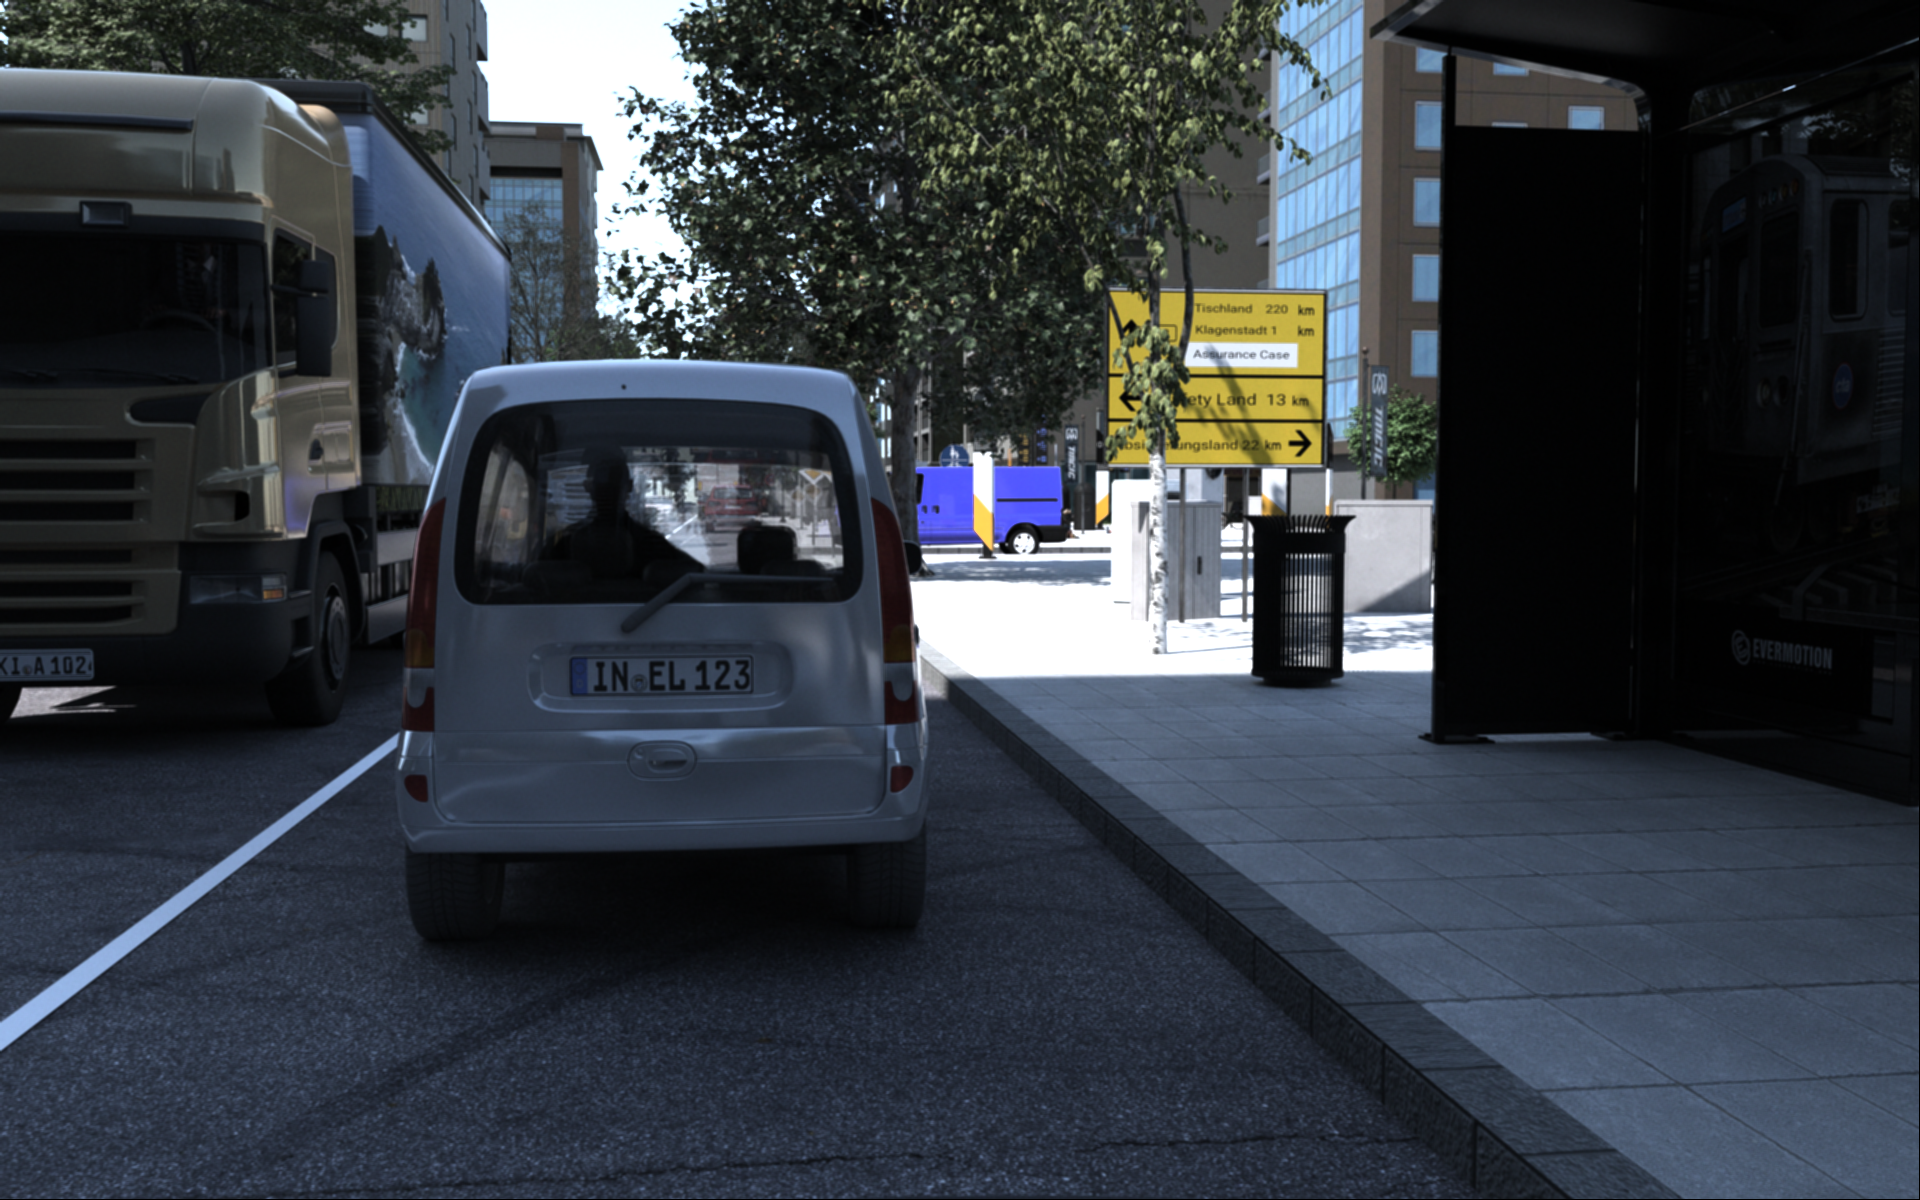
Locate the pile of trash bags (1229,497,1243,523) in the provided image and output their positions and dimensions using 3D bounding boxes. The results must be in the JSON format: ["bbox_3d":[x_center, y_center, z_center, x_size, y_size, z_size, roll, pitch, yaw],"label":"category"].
[{"bbox_3d":[11.291,-4.150,77.606,3.447,1.369,1.912,1,4,22],"label":"pile of trash bags"}]

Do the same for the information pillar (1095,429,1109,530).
[{"bbox_3d":[5.117,-4.337,62.270,0.504,3.616,0.183,2,4,25],"label":"information pillar"}]

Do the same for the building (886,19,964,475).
[{"bbox_3d":[4.895,-43.067,142.405,20.563,71.187,20.611,0,4,-8],"label":"building"}]

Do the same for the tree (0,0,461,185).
[{"bbox_3d":[-10.933,-6.514,24.628,7.486,12.596,7.792,0,3,0],"label":"tree"}]

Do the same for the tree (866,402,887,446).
[{"bbox_3d":[-3.754,-4.129,51.222,4.285,4.588,4.351,0,3,0],"label":"tree"}]

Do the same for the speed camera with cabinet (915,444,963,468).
[{"bbox_3d":[-0.828,-3.154,45.912,0.660,3.252,2.038,-3,5,-40],"label":"speed camera with cabinet"}]

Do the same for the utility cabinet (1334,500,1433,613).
[{"bbox_3d":[4.600,-0.471,18.868,1.020,1.237,0.306,0,4,7],"label":"utility cabinet"}]

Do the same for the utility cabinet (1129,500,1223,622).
[{"bbox_3d":[2.213,-0.398,17.675,1.020,1.237,0.306,-2,4,-35],"label":"utility cabinet"}]

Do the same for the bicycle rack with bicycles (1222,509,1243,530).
[{"bbox_3d":[8.921,-3.007,62.545,2.925,0.926,2.852,1,4,18],"label":"bicycle rack with bicycles"}]

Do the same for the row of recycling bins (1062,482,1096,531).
[{"bbox_3d":[3.171,-3.333,61.601,3.534,1.692,1.069,2,4,26],"label":"row of recycling bins"}]

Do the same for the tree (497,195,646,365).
[{"bbox_3d":[-17.439,-9.899,72.226,12.009,13.543,11.850,0,3,0],"label":"tree"}]

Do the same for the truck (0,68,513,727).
[{"bbox_3d":[-5.509,-1.530,13.934,2.839,4.237,11.283,0,4,-8],"label":"truck"}]

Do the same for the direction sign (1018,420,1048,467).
[{"bbox_3d":[1.974,-3.368,47.056,0.876,3.537,0.379,2,4,28],"label":"direction sign"}]

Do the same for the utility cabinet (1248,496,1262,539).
[{"bbox_3d":[8.637,-2.328,49.232,0.306,1.237,1.020,-2,4,-34],"label":"utility cabinet"}]

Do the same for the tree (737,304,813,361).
[{"bbox_3d":[-11.546,-12.388,109.198,9.857,13.997,8.962,0,3,0],"label":"tree"}]

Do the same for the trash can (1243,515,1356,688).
[{"bbox_3d":[2.274,0.000,11.649,0.748,1.137,0.748,0,3,0],"label":"trash can"}]

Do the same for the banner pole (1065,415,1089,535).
[{"bbox_3d":[3.690,-3.970,54.934,0.863,3.779,0.401,-1,4,-16],"label":"banner pole"}]

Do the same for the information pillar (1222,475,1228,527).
[{"bbox_3d":[10.348,-3.895,68.182,0.304,2.012,0.304,2,4,27],"label":"information pillar"}]

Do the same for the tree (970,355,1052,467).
[{"bbox_3d":[2.400,-7.047,65.578,4.360,8.622,3.978,0,3,0],"label":"tree"}]

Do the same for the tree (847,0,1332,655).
[{"bbox_3d":[1.352,-3.866,13.564,4.737,8.622,4.395,0,3,0],"label":"tree"}]

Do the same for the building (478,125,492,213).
[{"bbox_3d":[-54.774,-28.078,150.952,32.217,40.220,23.993,0,4,-8],"label":"building"}]

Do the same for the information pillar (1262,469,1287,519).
[{"bbox_3d":[6.114,-2.583,33.580,0.504,3.616,0.183,1,4,15],"label":"information pillar"}]

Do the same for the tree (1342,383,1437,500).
[{"bbox_3d":[12.962,-4.134,51.310,4.285,4.588,4.351,0,3,0],"label":"tree"}]

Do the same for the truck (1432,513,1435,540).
[{"bbox_3d":[18.967,-3.178,41.718,18.799,4.110,2.967,0,4,-8],"label":"truck"}]

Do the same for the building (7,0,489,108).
[{"bbox_3d":[-49.207,-32.790,125.359,28.713,52.752,27.495,0,4,-8],"label":"building"}]

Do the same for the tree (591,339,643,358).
[{"bbox_3d":[-25.550,-13.850,133.101,9.857,13.997,8.962,0,3,0],"label":"tree"}]

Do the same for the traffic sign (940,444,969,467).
[{"bbox_3d":[-0.141,-2.713,44.464,0.768,2.556,0.104,0,3,0],"label":"traffic sign"}]

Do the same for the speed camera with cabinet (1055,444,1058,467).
[{"bbox_3d":[3.445,-4.595,69.470,0.660,3.252,2.038,-1,4,-17],"label":"speed camera with cabinet"}]

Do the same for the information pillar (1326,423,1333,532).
[{"bbox_3d":[12.161,-4.015,57.007,0.183,3.616,0.504,2,4,26],"label":"information pillar"}]

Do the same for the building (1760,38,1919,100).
[{"bbox_3d":[42.126,-25.496,66.964,14.200,45.320,14.600,0,4,-8],"label":"building"}]

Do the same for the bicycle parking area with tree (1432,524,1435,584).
[{"bbox_3d":[10.132,-2.221,23.322,8.231,4.147,9.016,0,4,7],"label":"bicycle parking area with tree"}]

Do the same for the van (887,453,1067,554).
[{"bbox_3d":[-0.302,-2.111,38.891,5.245,2.365,2.240,0,4,-6],"label":"van"}]

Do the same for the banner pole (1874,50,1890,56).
[{"bbox_3d":[4.786,-1.161,8.997,0.401,3.779,0.863,3,4,39],"label":"banner pole"}]

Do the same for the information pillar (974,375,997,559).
[{"bbox_3d":[0.483,-2.620,34.187,0.504,3.616,0.183,3,5,41],"label":"information pillar"}]

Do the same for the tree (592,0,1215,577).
[{"bbox_3d":[-0.859,-6.716,26.817,9.611,12.733,9.660,0,3,0],"label":"tree"}]

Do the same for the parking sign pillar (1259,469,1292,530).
[{"bbox_3d":[11.341,-4.514,62.271,1.447,3.967,1.447,-3,5,-42],"label":"parking sign pillar"}]

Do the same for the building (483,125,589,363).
[{"bbox_3d":[-53.386,-34.498,214.157,14.600,45.320,14.200,0,4,-8],"label":"building"}]

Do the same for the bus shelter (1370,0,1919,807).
[{"bbox_3d":[3.340,-0.896,5.925,1.731,3.624,6.357,0,4,-8],"label":"bus shelter"}]

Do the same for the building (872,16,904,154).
[{"bbox_3d":[2.938,-33.606,169.059,23.786,49.044,30.456,0,4,-8],"label":"building"}]

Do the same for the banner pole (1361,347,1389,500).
[{"bbox_3d":[7.073,-2.426,29.684,0.863,3.779,0.401,-3,4,-38],"label":"banner pole"}]

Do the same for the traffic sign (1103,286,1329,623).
[{"bbox_3d":[2.529,-1.425,17.170,2.265,3.308,0.079,0,4,-7],"label":"traffic sign"}]

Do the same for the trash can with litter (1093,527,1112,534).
[{"bbox_3d":[5.541,-2.737,55.805,2.233,1.210,1.678,2,4,35],"label":"trash can with litter"}]

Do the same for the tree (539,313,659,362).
[{"bbox_3d":[-20.582,-10.509,97.582,9.928,11.665,9.643,0,3,0],"label":"tree"}]

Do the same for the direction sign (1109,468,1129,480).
[{"bbox_3d":[5.703,-4.335,62.882,0.876,3.537,0.379,1,4,9],"label":"direction sign"}]

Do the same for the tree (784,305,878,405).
[{"bbox_3d":[-4.724,-6.540,57.288,4.360,8.622,3.978,0,3,0],"label":"tree"}]

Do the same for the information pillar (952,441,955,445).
[{"bbox_3d":[-0.141,-5.162,75.758,0.504,3.616,0.183,0,4,-4],"label":"information pillar"}]

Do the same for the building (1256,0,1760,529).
[{"bbox_3d":[20.065,-25.337,64.378,14.200,45.320,14.600,0,4,-8],"label":"building"}]

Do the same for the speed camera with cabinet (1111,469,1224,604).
[{"bbox_3d":[2.537,-1.624,20.892,0.660,3.252,2.038,2,4,32],"label":"speed camera with cabinet"}]

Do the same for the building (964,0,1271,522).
[{"bbox_3d":[12.174,-28.463,89.070,21.300,48.544,21.600,0,4,-8],"label":"building"}]

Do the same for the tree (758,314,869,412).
[{"bbox_3d":[-7.959,-9.235,85.407,7.601,10.594,8.767,-1,4,-18],"label":"tree"}]

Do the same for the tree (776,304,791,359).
[{"bbox_3d":[-17.948,-18.719,161.944,12.611,20.169,13.585,0,3,0],"label":"tree"}]

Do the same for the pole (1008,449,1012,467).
[{"bbox_3d":[2.264,-5.181,78.559,0.158,3.312,0.155,0,3,0],"label":"pole"}]

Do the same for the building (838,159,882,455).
[{"bbox_3d":[-8.824,-35.208,225.753,14.600,45.320,14.200,0,4,-8],"label":"building"}]

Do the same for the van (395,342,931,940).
[{"bbox_3d":[-1.098,0.001,7.003,2.013,2.044,4.112,0,4,-7],"label":"van"}]

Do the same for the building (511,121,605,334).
[{"bbox_3d":[-66.046,-40.295,248.063,28.713,52.752,27.495,0,4,-8],"label":"building"}]

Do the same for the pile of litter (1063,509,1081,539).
[{"bbox_3d":[2.852,-2.222,50.301,1.176,0.858,1.719,-1,4,-14],"label":"pile of litter"}]
